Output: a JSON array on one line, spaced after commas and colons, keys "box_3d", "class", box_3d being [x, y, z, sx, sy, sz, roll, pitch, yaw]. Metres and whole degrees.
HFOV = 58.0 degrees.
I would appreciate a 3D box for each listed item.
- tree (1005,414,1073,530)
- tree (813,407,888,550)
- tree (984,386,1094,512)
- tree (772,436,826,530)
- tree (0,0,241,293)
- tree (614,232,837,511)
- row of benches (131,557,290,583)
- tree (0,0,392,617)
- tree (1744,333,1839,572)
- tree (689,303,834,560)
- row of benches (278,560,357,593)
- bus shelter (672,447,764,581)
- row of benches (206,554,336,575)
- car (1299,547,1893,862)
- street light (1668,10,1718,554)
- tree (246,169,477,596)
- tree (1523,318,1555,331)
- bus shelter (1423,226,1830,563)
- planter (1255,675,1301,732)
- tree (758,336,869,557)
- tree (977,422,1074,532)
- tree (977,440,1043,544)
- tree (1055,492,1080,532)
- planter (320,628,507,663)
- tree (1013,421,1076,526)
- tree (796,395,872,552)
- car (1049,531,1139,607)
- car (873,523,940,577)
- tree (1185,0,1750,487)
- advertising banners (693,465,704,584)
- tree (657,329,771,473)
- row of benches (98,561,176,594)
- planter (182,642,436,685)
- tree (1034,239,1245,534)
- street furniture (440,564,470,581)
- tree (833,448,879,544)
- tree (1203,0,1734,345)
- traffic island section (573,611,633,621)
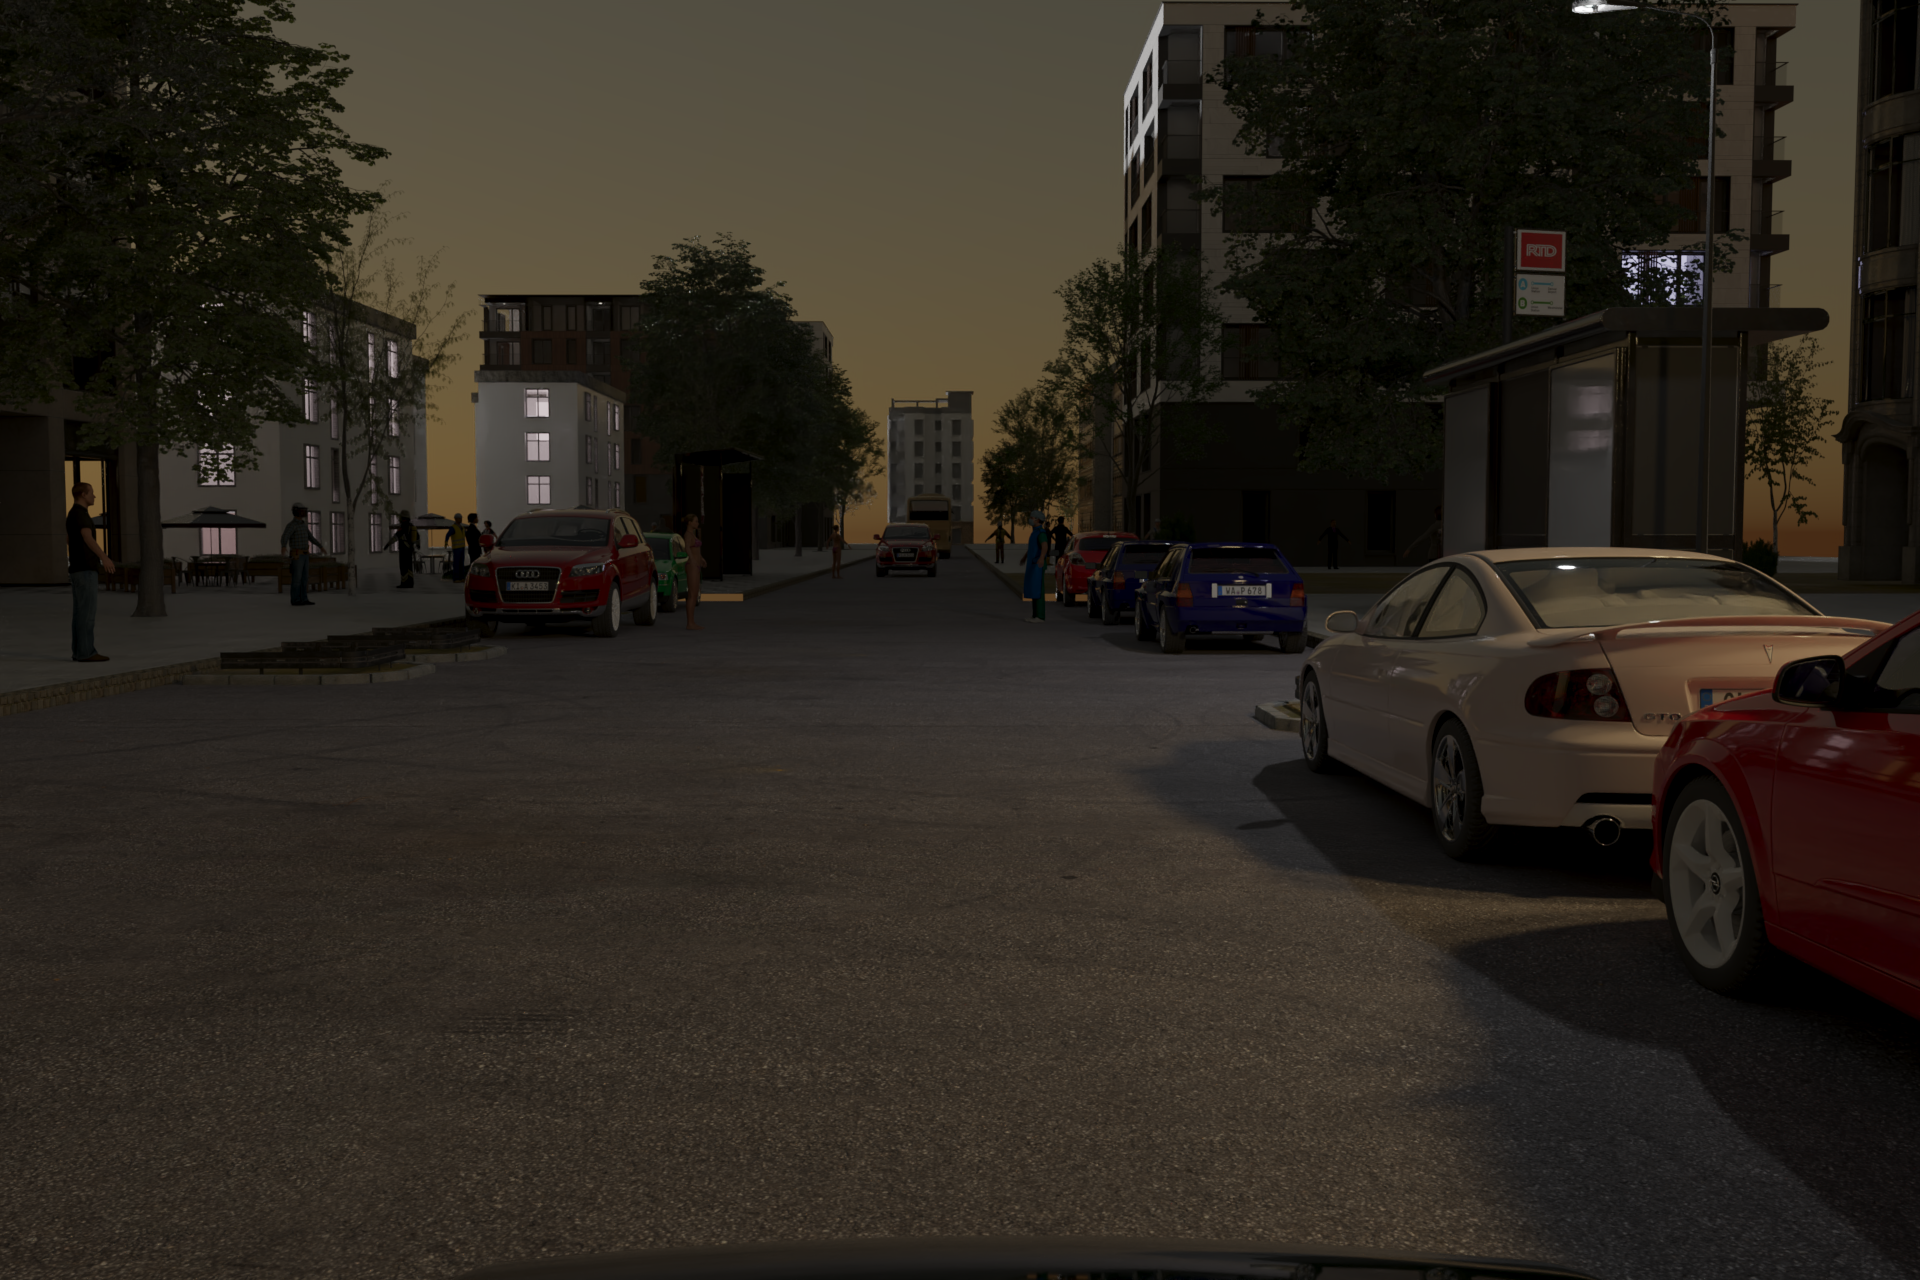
[{"box_3d": [5.331, -9.538, 106.308, 4.360, 8.622, 3.978, 0, 3, 0], "class": "tree"}, {"box_3d": [-9.435, -13.132, 140.470, 9.928, 11.665, 9.643, 0, 3, 0], "class": "tree"}, {"box_3d": [5.531, -11.871, 119.844, 9.928, 11.665, 9.643, 0, 3, 0], "class": "tree"}, {"box_3d": [-10.013, -9.557, 106.619, 4.360, 8.622, 3.978, 0, 3, 0], "class": "tree"}, {"box_3d": [-12.515, -6.441, 15.674, 12.009, 13.543, 11.850, 0, 3, 0], "class": "tree"}, {"box_3d": [-9.707, -10.196, 73.354, 9.857, 13.997, 8.962, 0, 3, 0], "class": "tree"}, {"box_3d": [-19.539, -1.835, 45.467, 4.104, 0.672, 1.422, 0, 4, -1], "class": "row of benches"}, {"box_3d": [-12.839, -6.653, 26.908, 7.486, 12.596, 7.792, 0, 3, 0], "class": "tree"}, {"box_3d": [26.459, -6.476, 56.238, 4.737, 8.622, 4.395, 0, 3, 0], "class": "tree"}, {"box_3d": [-10.018, -10.204, 84.958, 7.486, 12.596, 7.792, 0, 3, 0], "class": "tree"}, {"box_3d": [-14.584, -1.461, 39.352, 1.422, 0.672, 4.104, 0, 4, -4], "class": "row of benches"}, {"box_3d": [-6.915, -3.594, 50.053, 1.731, 3.624, 6.357, 0, 4, 1], "class": "bus shelter"}, {"box_3d": [-21.775, -2.390, 54.539, 4.104, 0.672, 1.422, 0, 4, 3], "class": "row of benches"}, {"box_3d": [3.048, 0.208, 8.968, 2.083, 1.381, 4.827, 0, 4, -1], "class": "car"}, {"box_3d": [7.064, -2.604, 15.118, 1.470, 5.913, 1.316, 0, 4, 0], "class": "street light"}, {"box_3d": [-12.865, -5.222, 35.738, 4.360, 8.622, 3.978, 0, 3, 0], "class": "tree"}, {"box_3d": [19.161, -6.521, 56.974, 4.360, 8.622, 3.978, 0, 3, 0], "class": "tree"}, {"box_3d": [6.951, -2.613, 20.361, 2.179, 5.291, 8.768, 0, 4, -1], "class": "bus shelter"}, {"box_3d": [3.300, 0.487, 13.174, 1.991, 0.319, 1.994, 0, 3, 0], "class": "planter"}, {"box_3d": [-8.870, -11.056, 98.898, 7.486, 12.596, 7.792, 0, 3, 0], "class": "tree"}, {"box_3d": [5.681, -12.437, 137.765, 7.601, 10.594, 8.767, 3, 4, 36], "class": "tree"}, {"box_3d": [7.179, -19.908, 232.151, 9.857, 13.997, 8.962, 0, 3, 0], "class": "tree"}, {"box_3d": [14.974, -17.415, 235.090, 4.737, 8.622, 4.395, 0, 3, 0], "class": "tree"}, {"box_3d": [-6.404, 0.057, 20.210, 1.991, 0.319, 1.994, 0, 4, -1], "class": "planter"}, {"box_3d": [5.247, -9.902, 112.255, 4.737, 8.622, 4.395, 0, 3, 0], "class": "tree"}, {"box_3d": [-10.153, -12.292, 126.737, 9.928, 11.665, 9.643, 0, 3, 0], "class": "tree"}, {"box_3d": [2.928, -1.622, 35.567, 2.155, 1.783, 4.494, 0, 3, 0], "class": "car"}, {"box_3d": [-1.808, -3.107, 59.473, 2.281, 1.827, 5.304, 0, 4, 0], "class": "car"}, {"box_3d": [9.426, -7.692, 32.415, 9.857, 13.997, 8.962, 0, 3, 0], "class": "tree"}, {"box_3d": [-6.597, -2.899, 43.586, 0.090, 3.025, 2.074, 0, 4, 1], "class": "advertising banners"}, {"box_3d": [-9.634, -6.895, 63.088, 4.360, 8.622, 3.978, 0, 3, 0], "class": "tree"}, {"box_3d": [-18.393, -1.413, 38.571, 1.422, 0.672, 4.104, -3, 5, -41], "class": "row of benches"}, {"box_3d": [-6.418, 0.226, 17.437, 1.991, 0.319, 1.994, 0, 4, -1], "class": "planter"}, {"box_3d": [6.165, -8.297, 61.415, 9.928, 11.665, 9.643, 0, 3, 0], "class": "tree"}, {"box_3d": [-11.922, -2.205, 51.679, 5.734, 0.657, 10.072, 0, 4, 2], "class": "street furniture"}, {"box_3d": [-16.226, -19.740, 233.125, 12.009, 13.543, 11.850, 0, 3, 0], "class": "tree"}, {"box_3d": [12.933, -11.620, 45.869, 12.611, 20.169, 13.585, 0, 3, 0], "class": "tree"}, {"box_3d": [-6.488, -0.406, 29.499, 1.991, 0.108, 1.994, 0, 4, 0], "class": "traffic island section"}]
